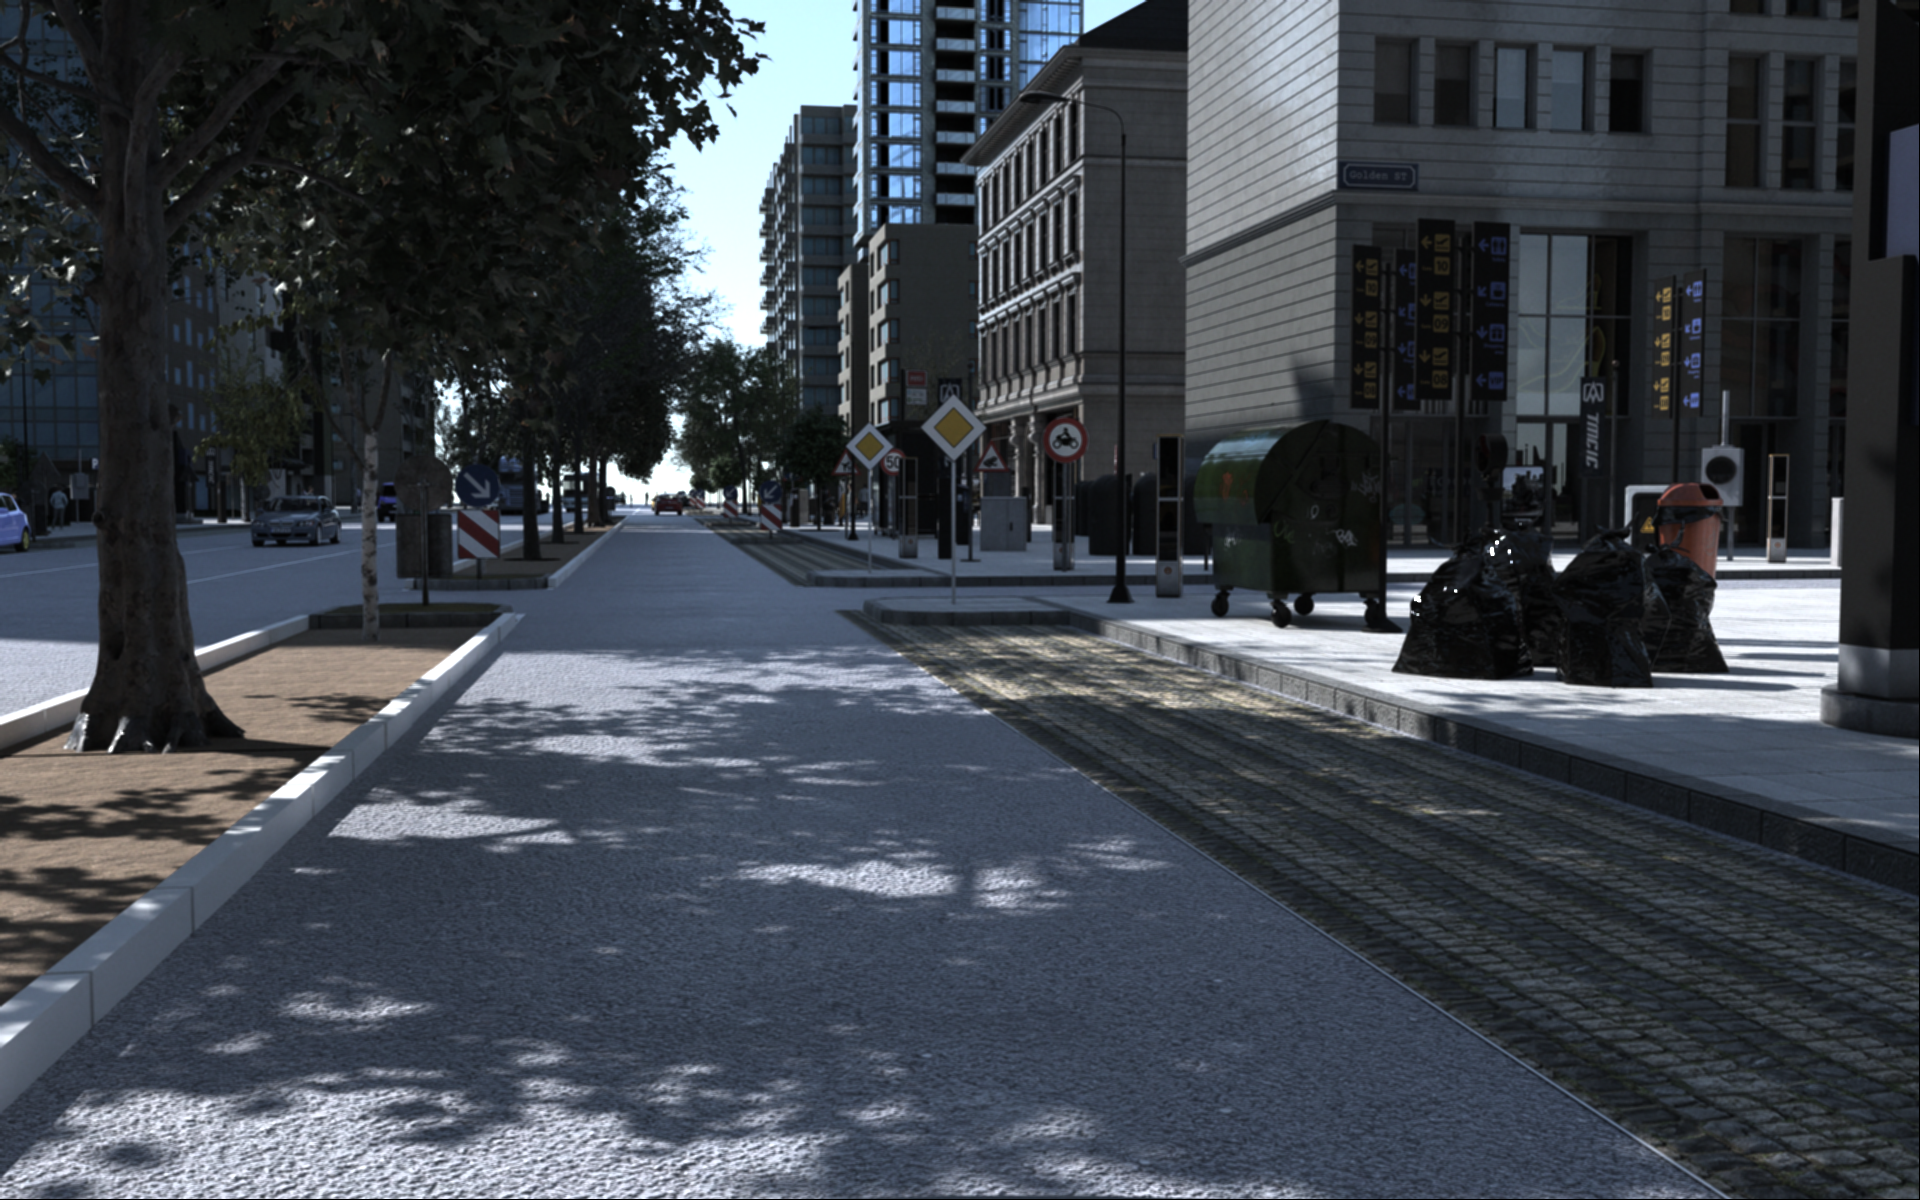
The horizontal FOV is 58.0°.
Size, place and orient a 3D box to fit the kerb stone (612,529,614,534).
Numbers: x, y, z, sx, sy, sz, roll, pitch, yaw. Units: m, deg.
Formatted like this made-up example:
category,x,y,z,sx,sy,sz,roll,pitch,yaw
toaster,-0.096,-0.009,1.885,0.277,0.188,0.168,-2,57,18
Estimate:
category,x,y,z,sx,sy,sz,roll,pitch,yaw
kerb stone,-11.968,-2.259,59.133,0.120,0.150,1.000,-1,4,-10

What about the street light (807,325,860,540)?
category,x,y,z,sx,sy,sz,roll,pitch,yaw
street light,-3.500,-4.604,47.824,1.470,5.913,1.316,-1,4,-10

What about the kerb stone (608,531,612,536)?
category,x,y,z,sx,sy,sz,roll,pitch,yaw
kerb stone,-11.441,-2.074,56.101,0.120,0.150,1.000,-1,4,-10

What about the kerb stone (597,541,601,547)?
category,x,y,z,sx,sy,sz,roll,pitch,yaw
kerb stone,-9.473,-1.390,45.012,0.120,0.150,1.000,-1,4,-10

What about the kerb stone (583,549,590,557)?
category,x,y,z,sx,sy,sz,roll,pitch,yaw
kerb stone,-8.250,-0.962,37.931,0.120,0.150,1.000,-1,4,-10

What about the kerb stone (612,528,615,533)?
category,x,y,z,sx,sy,sz,roll,pitch,yaw
kerb stone,-12.156,-2.321,60.142,0.120,0.150,1.000,-1,4,-10

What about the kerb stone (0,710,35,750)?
category,x,y,z,sx,sy,sz,roll,pitch,yaw
kerb stone,-5.433,0.757,9.830,0.120,0.150,1.000,-1,4,-10

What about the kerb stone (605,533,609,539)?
category,x,y,z,sx,sy,sz,roll,pitch,yaw
kerb stone,-10.906,-1.884,53.075,0.120,0.150,1.000,-1,4,-10

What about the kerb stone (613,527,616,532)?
category,x,y,z,sx,sy,sz,roll,pitch,yaw
kerb stone,-12.498,-2.444,62.162,0.120,0.150,1.000,-1,4,-10

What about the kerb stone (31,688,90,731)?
category,x,y,z,sx,sy,sz,roll,pitch,yaw
kerb stone,-5.613,0.694,10.842,0.120,0.150,1.000,-1,4,-10

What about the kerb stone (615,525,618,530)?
category,x,y,z,sx,sy,sz,roll,pitch,yaw
kerb stone,-13.037,-2.628,65.206,0.120,0.150,1.000,-1,4,-10

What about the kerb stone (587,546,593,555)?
category,x,y,z,sx,sy,sz,roll,pitch,yaw
kerb stone,-8.599,-1.087,39.961,0.120,0.150,1.000,-1,4,-10

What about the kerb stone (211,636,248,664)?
category,x,y,z,sx,sy,sz,roll,pitch,yaw
kerb stone,-6.320,0.448,14.870,0.120,0.150,1.000,-1,4,-10

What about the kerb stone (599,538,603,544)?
category,x,y,z,sx,sy,sz,roll,pitch,yaw
kerb stone,-9.845,-1.518,47.022,0.120,0.150,1.000,-1,4,-10

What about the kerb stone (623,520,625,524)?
category,x,y,z,sx,sy,sz,roll,pitch,yaw
kerb stone,-15.346,-3.431,78.327,0.120,0.150,1.000,-1,4,-10

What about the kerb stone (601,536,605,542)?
category,x,y,z,sx,sy,sz,roll,pitch,yaw
kerb stone,-10.199,-1.642,49.045,0.120,0.150,1.000,-1,4,-10

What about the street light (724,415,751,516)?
category,x,y,z,sx,sy,sz,roll,pitch,yaw
street light,-12.929,-7.913,101.921,1.470,5.913,1.316,-1,4,-10

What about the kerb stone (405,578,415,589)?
category,x,y,z,sx,sy,sz,roll,pitch,yaw
kerb stone,-8.361,-0.261,26.506,0.120,0.150,1.000,-1,4,-10

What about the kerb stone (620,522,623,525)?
category,x,y,z,sx,sy,sz,roll,pitch,yaw
kerb stone,-14.458,-3.124,73.286,0.120,0.150,1.000,-1,4,-10

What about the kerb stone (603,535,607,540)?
category,x,y,z,sx,sy,sz,roll,pitch,yaw
kerb stone,-10.550,-1.761,51.062,0.120,0.150,1.000,-1,4,-10

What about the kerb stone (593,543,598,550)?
category,x,y,z,sx,sy,sz,roll,pitch,yaw
kerb stone,-9.127,-1.270,42.989,0.120,0.150,1.000,-1,4,-10

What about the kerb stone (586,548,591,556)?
category,x,y,z,sx,sy,sz,roll,pitch,yaw
kerb stone,-8.423,-1.024,38.938,0.120,0.150,1.000,-1,4,-10

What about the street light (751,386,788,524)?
category,x,y,z,sx,sy,sz,roll,pitch,yaw
street light,-8.140,-6.249,74.706,1.470,5.913,1.316,-1,4,-10

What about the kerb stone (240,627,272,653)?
category,x,y,z,sx,sy,sz,roll,pitch,yaw
kerb stone,-6.502,0.386,15.879,0.120,0.150,1.000,-1,4,-10

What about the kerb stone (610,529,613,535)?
category,x,y,z,sx,sy,sz,roll,pitch,yaw
kerb stone,-11.800,-2.198,58.125,0.120,0.150,1.000,-1,4,-10

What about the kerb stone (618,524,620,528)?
category,x,y,z,sx,sy,sz,roll,pitch,yaw
kerb stone,-13.568,-2.816,68.234,0.120,0.150,1.000,-1,4,-10

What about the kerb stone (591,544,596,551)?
category,x,y,z,sx,sy,sz,roll,pitch,yaw
kerb stone,-8.954,-1.210,41.978,0.120,0.150,1.000,-1,4,-10

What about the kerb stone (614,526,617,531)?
category,x,y,z,sx,sy,sz,roll,pitch,yaw
kerb stone,-12.685,-2.507,63.178,0.120,0.150,1.000,-1,4,-10

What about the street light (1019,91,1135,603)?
category,x,y,z,sx,sy,sz,roll,pitch,yaw
street light,1.369,-2.918,20.246,1.470,5.913,1.316,-1,4,-10

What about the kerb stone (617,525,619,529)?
category,x,y,z,sx,sy,sz,roll,pitch,yaw
kerb stone,-13.218,-2.693,66.219,0.120,0.150,1.000,-1,4,-10

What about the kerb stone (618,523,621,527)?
category,x,y,z,sx,sy,sz,roll,pitch,yaw
kerb stone,-13.746,-2.876,69.246,0.120,0.150,1.000,-1,4,-10

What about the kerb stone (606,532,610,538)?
category,x,y,z,sx,sy,sz,roll,pitch,yaw
kerb stone,-11.083,-1.950,54.082,0.120,0.150,1.000,-1,4,-10

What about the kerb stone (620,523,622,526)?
category,x,y,z,sx,sy,sz,roll,pitch,yaw
kerb stone,-14.104,-3.001,71.263,0.120,0.150,1.000,-1,4,-10

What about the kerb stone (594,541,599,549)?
category,x,y,z,sx,sy,sz,roll,pitch,yaw
kerb stone,-9.313,-1.334,44.002,0.120,0.150,1.000,-1,4,-10

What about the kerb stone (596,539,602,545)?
category,x,y,z,sx,sy,sz,roll,pitch,yaw
kerb stone,-9.664,-1.457,46.016,0.120,0.150,1.000,-1,4,-10

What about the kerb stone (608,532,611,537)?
category,x,y,z,sx,sy,sz,roll,pitch,yaw
kerb stone,-11.261,-2.009,55.095,0.120,0.150,1.000,-1,4,-10

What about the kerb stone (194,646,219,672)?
category,x,y,z,sx,sy,sz,roll,pitch,yaw
kerb stone,-6.139,0.510,13.864,0.120,0.150,1.000,-1,4,-10

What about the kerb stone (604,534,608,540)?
category,x,y,z,sx,sy,sz,roll,pitch,yaw
kerb stone,-10.734,-1.827,52.067,0.120,0.150,1.000,-1,4,-10

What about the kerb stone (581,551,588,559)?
category,x,y,z,sx,sy,sz,roll,pitch,yaw
kerb stone,-8.064,-0.900,36.915,0.120,0.150,1.000,-1,4,-10

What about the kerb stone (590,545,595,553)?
category,x,y,z,sx,sy,sz,roll,pitch,yaw
kerb stone,-8.769,-1.148,40.968,0.120,0.150,1.000,-1,4,-10

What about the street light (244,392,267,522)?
category,x,y,z,sx,sy,sz,roll,pitch,yaw
street light,-31.798,-6.484,78.561,1.470,5.913,1.316,-1,4,-10

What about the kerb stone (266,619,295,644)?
category,x,y,z,sx,sy,sz,roll,pitch,yaw
kerb stone,-6.675,0.325,16.886,0.120,0.150,1.000,-1,4,-10

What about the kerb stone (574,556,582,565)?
category,x,y,z,sx,sy,sz,roll,pitch,yaw
kerb stone,-7.535,-0.710,33.886,0.120,0.150,1.000,-1,4,-10

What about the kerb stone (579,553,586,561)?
category,x,y,z,sx,sy,sz,roll,pitch,yaw
kerb stone,-7.882,-0.836,35.910,0.120,0.150,1.000,-1,4,-10

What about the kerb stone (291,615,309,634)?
category,x,y,z,sx,sy,sz,roll,pitch,yaw
kerb stone,-6.857,0.268,17.897,0.120,0.150,1.000,-1,4,-10

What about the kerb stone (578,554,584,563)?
category,x,y,z,sx,sy,sz,roll,pitch,yaw
kerb stone,-7.714,-0.777,34.893,0.120,0.150,1.000,-1,4,-10

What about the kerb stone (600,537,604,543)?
category,x,y,z,sx,sy,sz,roll,pitch,yaw
kerb stone,-10.017,-1.580,48.031,0.120,0.150,1.000,-1,4,-10

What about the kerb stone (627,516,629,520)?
category,x,y,z,sx,sy,sz,roll,pitch,yaw
kerb stone,-17.482,-4.176,90.465,0.120,0.150,1.000,-1,4,-10

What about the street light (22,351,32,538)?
category,x,y,z,sx,sy,sz,roll,pitch,yaw
street light,-26.965,-4.803,51.063,1.470,5.913,1.316,-1,4,-10

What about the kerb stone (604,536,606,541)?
category,x,y,z,sx,sy,sz,roll,pitch,yaw
kerb stone,-10.376,-1.704,50.055,0.120,0.150,1.000,-1,4,-10
